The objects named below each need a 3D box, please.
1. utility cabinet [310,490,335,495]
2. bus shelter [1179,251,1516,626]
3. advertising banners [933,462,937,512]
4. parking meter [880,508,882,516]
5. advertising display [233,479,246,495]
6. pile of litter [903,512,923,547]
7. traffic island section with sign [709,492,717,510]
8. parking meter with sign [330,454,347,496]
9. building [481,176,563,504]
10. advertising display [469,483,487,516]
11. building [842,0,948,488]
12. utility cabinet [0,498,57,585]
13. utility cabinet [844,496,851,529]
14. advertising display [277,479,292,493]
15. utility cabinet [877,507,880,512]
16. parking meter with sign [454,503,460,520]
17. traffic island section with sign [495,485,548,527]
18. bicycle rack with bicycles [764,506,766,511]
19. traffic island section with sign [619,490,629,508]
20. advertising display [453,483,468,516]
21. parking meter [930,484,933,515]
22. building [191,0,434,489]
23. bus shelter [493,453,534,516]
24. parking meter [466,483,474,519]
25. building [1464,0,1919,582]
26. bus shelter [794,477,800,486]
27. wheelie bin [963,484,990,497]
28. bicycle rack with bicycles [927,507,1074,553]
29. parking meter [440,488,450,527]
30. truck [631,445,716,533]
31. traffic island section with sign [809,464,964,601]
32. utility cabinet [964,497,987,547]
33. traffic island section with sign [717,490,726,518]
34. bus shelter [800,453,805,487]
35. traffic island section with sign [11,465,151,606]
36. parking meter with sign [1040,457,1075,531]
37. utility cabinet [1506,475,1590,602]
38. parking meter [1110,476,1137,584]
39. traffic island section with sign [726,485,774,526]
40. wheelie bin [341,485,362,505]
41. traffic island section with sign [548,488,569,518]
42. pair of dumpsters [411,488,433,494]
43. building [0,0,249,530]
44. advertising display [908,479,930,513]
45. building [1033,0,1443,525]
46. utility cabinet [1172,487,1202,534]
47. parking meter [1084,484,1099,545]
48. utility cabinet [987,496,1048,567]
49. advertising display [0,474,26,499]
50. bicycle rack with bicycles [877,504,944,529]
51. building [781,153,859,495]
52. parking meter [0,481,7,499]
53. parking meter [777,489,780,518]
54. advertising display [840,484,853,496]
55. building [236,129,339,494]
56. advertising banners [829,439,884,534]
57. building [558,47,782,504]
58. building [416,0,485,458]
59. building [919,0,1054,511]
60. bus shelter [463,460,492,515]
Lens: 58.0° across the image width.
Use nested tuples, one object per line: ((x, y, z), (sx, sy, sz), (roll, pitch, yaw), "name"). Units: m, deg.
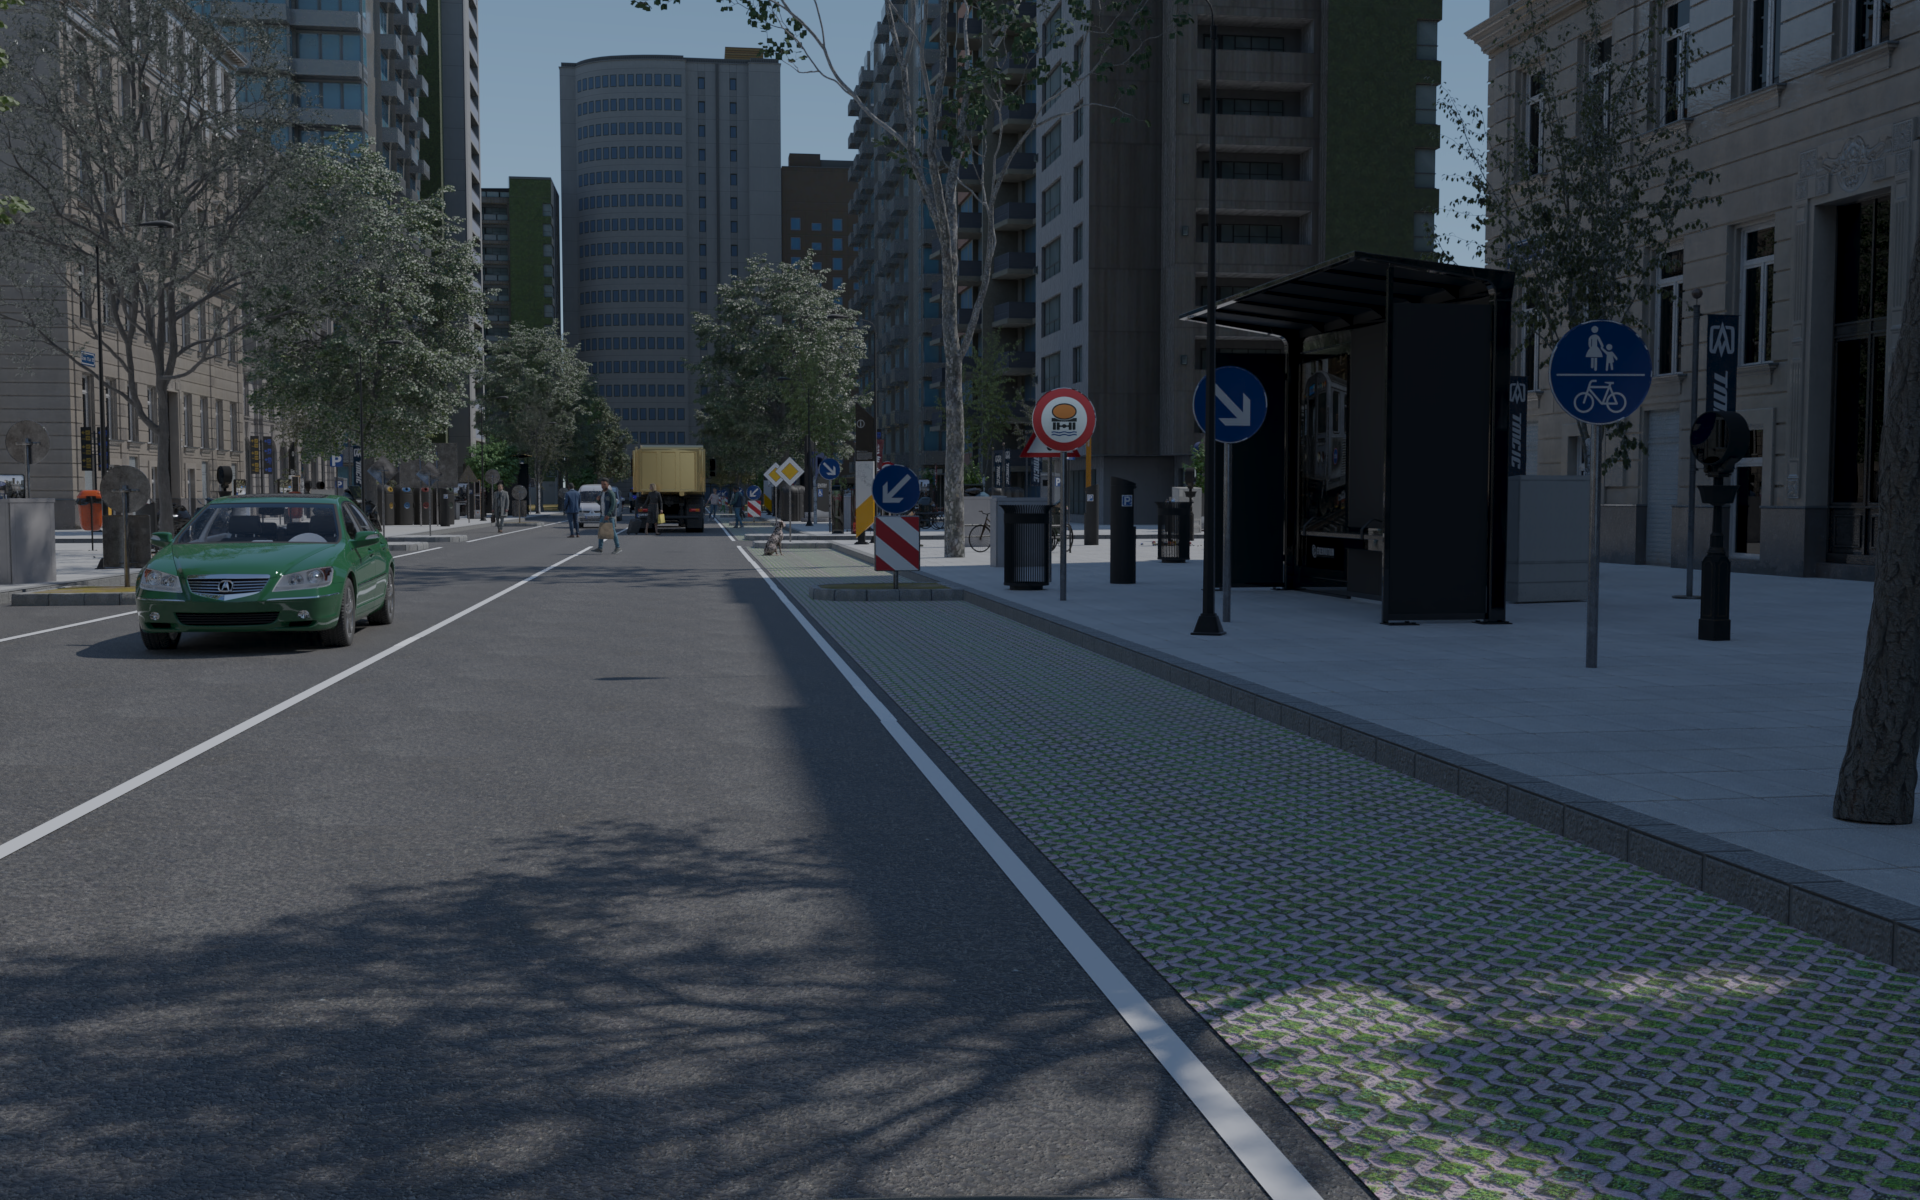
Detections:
((-31.507, -4.711, 85.709), (1.173, 1.500, 0.318), (-2, 4, -28), "utility cabinet")
((4.195, -1.754, 19.964), (1.731, 3.624, 6.357), (-1, 4, -9), "bus shelter")
((-1.483, -6.164, 96.966), (0.090, 3.025, 2.074), (-1, 4, -10), "advertising banners")
((-3.876, -4.873, 88.090), (0.372, 1.533, 0.369), (0, 3, 0), "parking meter")
((-31.020, -4.246, 74.629), (0.123, 1.923, 0.974), (0, 4, 2), "advertising display")
((-1.485, -1.739, 42.403), (1.176, 0.858, 1.719), (0, 4, -2), "pile of litter")
((-21.304, -8.984, 155.523), (1.989, 1.847, 2.006), (-1, 4, -9), "traffic island section with sign")
((-27.417, -4.925, 76.778), (0.543, 3.016, 1.738), (0, 4, -7), "parking meter with sign")
((-59.257, -33.104, 224.837), (14.086, 41.232, 14.154), (-1, 4, -9), "building")
((-27.620, -5.772, 99.579), (0.974, 1.923, 0.123), (1, 4, 20), "advertising display")
((0.109, -34.343, 181.108), (23.786, 49.044, 30.456), (-1, 4, -9), "building")
((-13.512, -0.847, 25.008), (0.306, 1.237, 1.020), (0, 4, 7), "utility cabinet")
((-3.866, -3.172, 63.019), (1.020, 1.237, 0.306), (1, 4, 20), "utility cabinet")
((-28.238, -4.129, 72.730), (0.123, 1.923, 0.974), (2, 4, 24), "advertising display")
((-5.739, -6.901, 121.505), (1.173, 1.500, 0.318), (-2, 4, -33), "utility cabinet")
((-25.700, -5.491, 86.045), (1.738, 3.016, 0.543), (1, 4, 17), "parking meter with sign")
((-19.596, -4.192, 77.171), (1.989, 1.847, 2.006), (-1, 4, -9), "traffic island section with sign")
((-13.020, -7.012, 128.027), (2.925, 0.926, 2.852), (-1, 4, -12), "bicycle rack with bicycles")
((-35.485, -10.509, 180.444), (1.989, 1.847, 2.006), (-1, 4, -9), "traffic island section with sign")
((-28.773, -5.801, 100.063), (0.974, 1.923, 0.123), (-1, 4, -19), "advertising display")
((-1.650, -5.546, 96.383), (0.255, 1.863, 0.399), (0, 4, -7), "parking meter")
((-54.828, -31.694, 137.803), (23.786, 49.044, 30.456), (-1, 4, -9), "building")
((-26.364, -6.814, 102.691), (1.731, 3.624, 6.357), (-1, 4, -9), "bus shelter")
((-25.114, -5.080, 88.766), (0.399, 1.863, 0.255), (-1, 4, -18), "parking meter")
((18.623, -13.973, 25.719), (12.463, 27.353, 25.104), (-1, 4, -9), "building")
((-11.715, -7.819, 121.764), (2.014, 3.302, 5.546), (-1, 4, -9), "bus shelter")
((0.447, -2.872, 54.866), (0.980, 1.594, 0.693), (0, 4, 4), "wheelie bin")
((1.363, -1.489, 37.729), (2.925, 0.926, 2.852), (-3, 5, -39), "bicycle rack with bicycles")
((-20.316, -3.663, 68.305), (0.372, 1.533, 0.369), (0, 3, 0), "parking meter")
((-11.270, -4.389, 67.691), (3.469, 3.379, 9.791), (0, 4, -8), "truck")
((-1.072, -0.936, 23.928), (1.989, 1.847, 2.006), (-1, 4, -9), "traffic island section with sign")
((0.253, -1.888, 42.033), (1.020, 1.237, 0.306), (-1, 4, -9), "utility cabinet")
((-13.597, -5.918, 105.394), (1.989, 1.847, 2.006), (-1, 4, -9), "traffic island section with sign")
((-8.656, -6.733, 101.366), (1.731, 3.624, 6.357), (-1, 4, -9), "bus shelter")
((-11.293, -0.891, 23.189), (1.989, 1.847, 2.006), (-1, 4, -9), "traffic island section with sign")
((3.224, -3.973, 61.224), (1.738, 3.016, 0.543), (3, 5, 45), "parking meter with sign")
((6.970, -0.725, 20.535), (1.173, 1.500, 0.318), (-2, 4, -25), "utility cabinet")
((2.337, -1.003, 24.808), (0.372, 1.533, 0.369), (0, 3, 0), "parking meter")
((-9.498, -4.289, 78.752), (1.989, 1.847, 2.006), (-1, 4, -9), "traffic island section with sign")
((-22.226, -3.397, 63.452), (0.693, 1.594, 0.980), (1, 4, 18), "wheelie bin")
((-23.695, -5.822, 103.814), (1.989, 1.847, 2.006), (-1, 4, -9), "traffic island section with sign")
((-25.592, -4.898, 82.568), (1.574, 2.255, 4.437), (-1, 4, -9), "pair of dumpsters")
((-39.035, -16.815, 72.194), (12.463, 27.353, 25.104), (-1, 4, -9), "building")
((-1.742, -4.142, 72.930), (0.974, 1.923, 0.123), (-1, 4, -10), "advertising display")
((11.377, -18.563, 75.200), (14.107, 30.474, 14.160), (-1, 4, -9), "building")
((7.298, -2.874, 55.663), (0.318, 1.500, 1.173), (3, 5, 45), "utility cabinet")
((3.297, -2.142, 43.441), (0.372, 1.533, 0.369), (0, 3, 0), "parking meter")
((1.044, -1.190, 30.616), (1.020, 1.237, 0.306), (-2, 4, -24), "utility cabinet")
((-30.145, -3.042, 54.948), (0.123, 1.923, 0.974), (2, 4, 30), "advertising display")
((-1.173, -3.025, 62.846), (2.925, 0.926, 2.852), (1, 4, 16), "bicycle rack with bicycles")
((-16.894, -35.543, 231.241), (14.200, 45.320, 14.600), (-1, 4, -9), "building")
((-18.023, -1.466, 32.380), (0.372, 1.533, 0.369), (0, 3, 0), "parking meter")
((-9.818, -5.250, 94.246), (0.372, 1.533, 0.369), (0, 3, 0), "parking meter")
((-7.130, -6.364, 109.262), (0.974, 1.923, 0.123), (-3, 5, -43), "advertising display")
((-43.398, -15.579, 96.513), (13.314, 21.916, 24.055), (-1, 4, -9), "building")
((-3.304, -3.620, 55.373), (2.074, 3.025, 0.090), (2, 4, 29), "advertising banners")
((-38.327, -42.122, 230.696), (28.212, 58.520, 21.231), (-1, 4, -9), "building")
((-63.609, -38.785, 176.141), (28.212, 58.520, 21.231), (-1, 4, -9), "building")
((9.660, -28.303, 117.376), (22.147, 44.769, 28.867), (-1, 4, -9), "building")
((-29.764, -7.148, 108.153), (1.731, 3.624, 6.357), (-1, 4, -9), "bus shelter")
